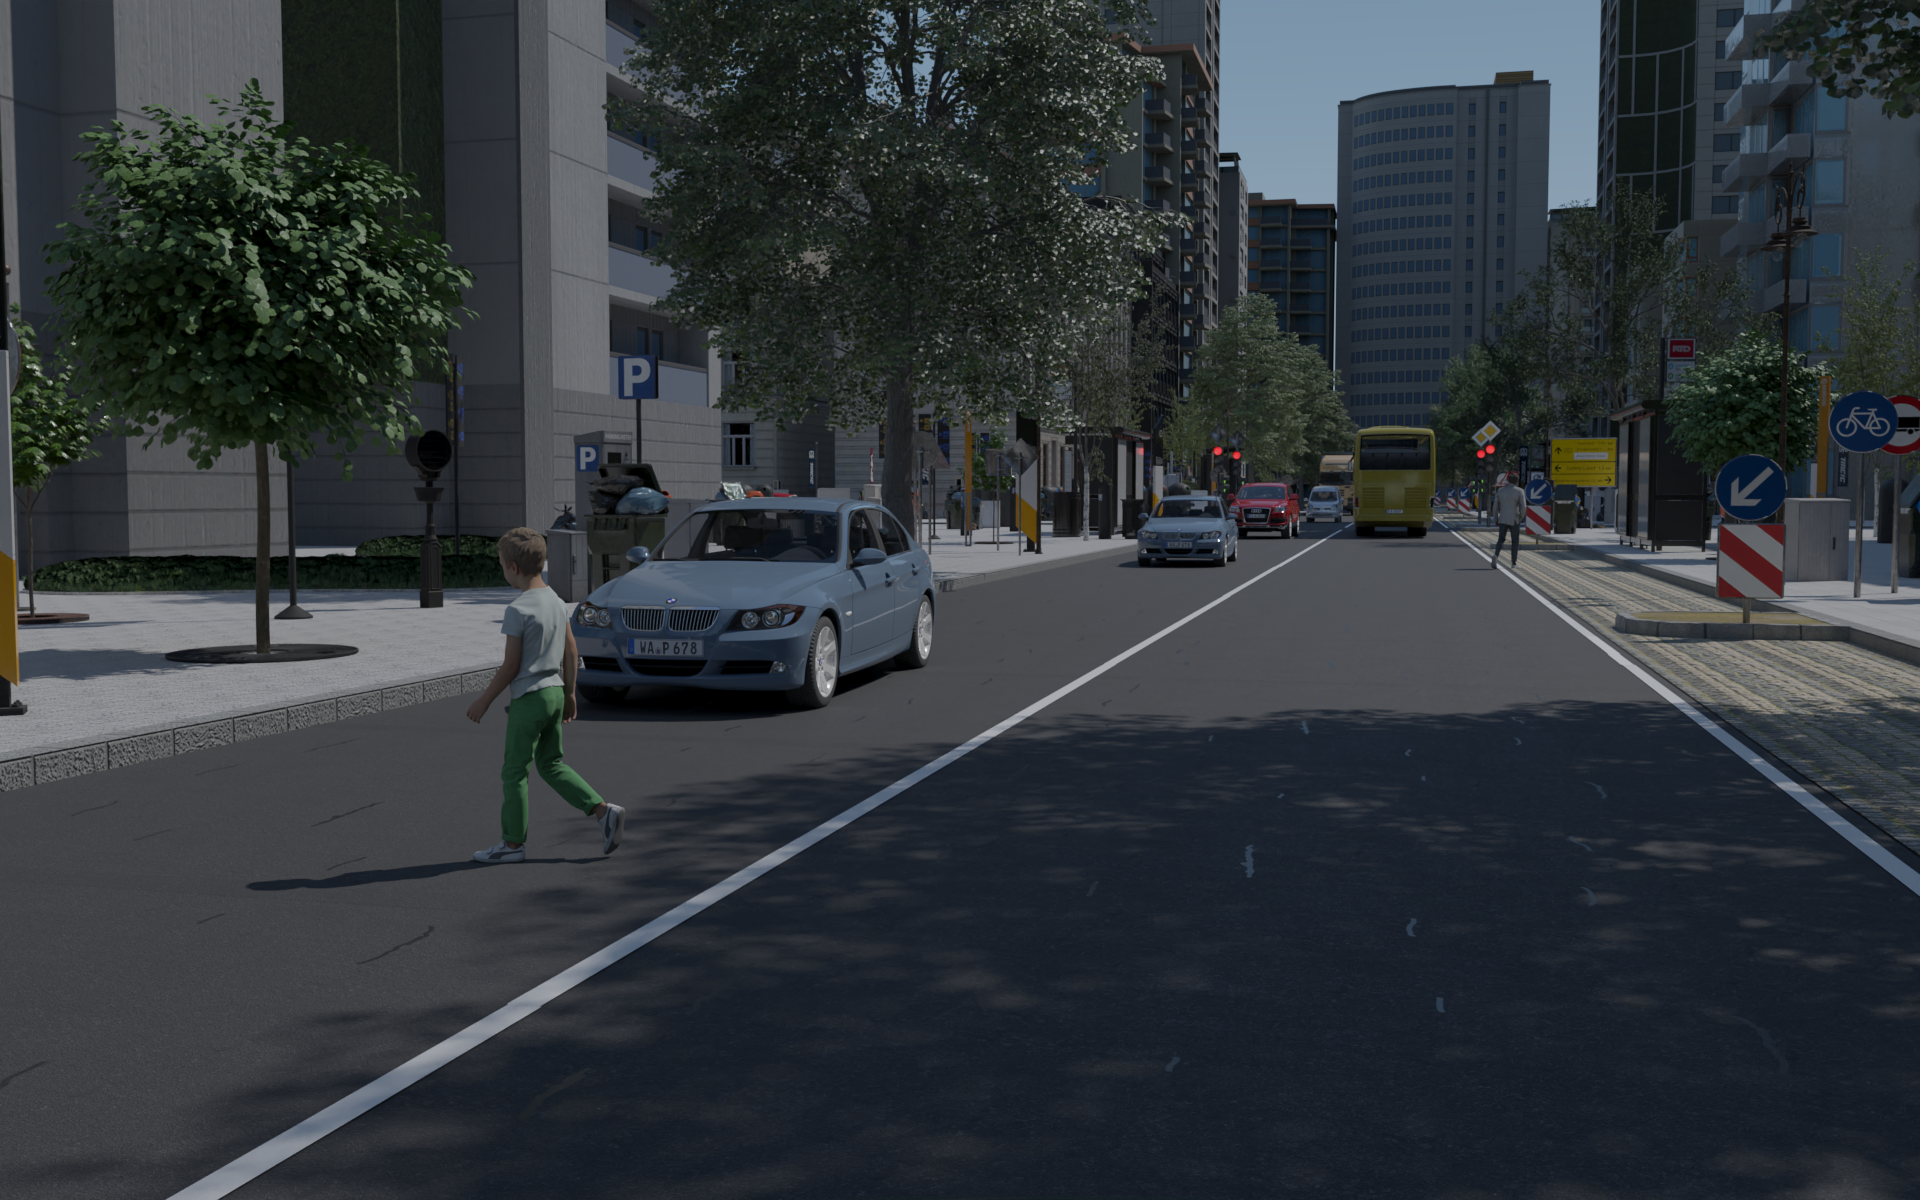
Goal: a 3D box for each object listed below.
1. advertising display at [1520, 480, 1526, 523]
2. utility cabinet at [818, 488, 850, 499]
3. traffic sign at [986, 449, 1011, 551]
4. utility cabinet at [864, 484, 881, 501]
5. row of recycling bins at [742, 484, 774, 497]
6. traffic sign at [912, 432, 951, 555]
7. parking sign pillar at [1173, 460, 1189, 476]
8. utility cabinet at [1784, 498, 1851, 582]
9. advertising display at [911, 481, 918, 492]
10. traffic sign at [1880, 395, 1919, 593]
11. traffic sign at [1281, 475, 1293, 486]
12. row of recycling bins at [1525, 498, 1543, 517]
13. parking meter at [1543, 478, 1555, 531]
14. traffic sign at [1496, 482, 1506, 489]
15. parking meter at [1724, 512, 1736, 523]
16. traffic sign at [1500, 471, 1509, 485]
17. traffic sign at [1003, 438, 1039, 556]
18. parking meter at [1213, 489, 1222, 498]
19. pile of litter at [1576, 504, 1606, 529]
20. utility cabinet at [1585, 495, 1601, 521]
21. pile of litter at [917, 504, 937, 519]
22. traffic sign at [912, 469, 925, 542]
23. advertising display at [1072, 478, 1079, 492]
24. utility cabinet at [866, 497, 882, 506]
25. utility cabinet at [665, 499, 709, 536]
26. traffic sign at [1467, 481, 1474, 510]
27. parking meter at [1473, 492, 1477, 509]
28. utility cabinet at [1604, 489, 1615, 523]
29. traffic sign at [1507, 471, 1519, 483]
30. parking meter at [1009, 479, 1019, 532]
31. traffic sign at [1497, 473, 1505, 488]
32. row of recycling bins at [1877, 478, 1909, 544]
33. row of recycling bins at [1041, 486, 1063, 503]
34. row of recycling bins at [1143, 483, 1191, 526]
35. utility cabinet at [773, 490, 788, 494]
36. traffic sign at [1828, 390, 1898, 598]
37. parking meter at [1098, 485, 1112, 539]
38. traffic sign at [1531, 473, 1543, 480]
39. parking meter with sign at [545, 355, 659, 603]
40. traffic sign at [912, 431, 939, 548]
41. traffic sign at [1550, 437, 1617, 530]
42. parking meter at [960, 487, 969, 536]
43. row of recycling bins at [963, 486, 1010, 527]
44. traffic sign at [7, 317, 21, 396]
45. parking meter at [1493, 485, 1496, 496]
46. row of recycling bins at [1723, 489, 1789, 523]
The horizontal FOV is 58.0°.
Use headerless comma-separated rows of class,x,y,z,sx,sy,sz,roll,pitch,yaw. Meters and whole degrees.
advertising display,25.043,-4.394,77.056,0.123,1.923,0.974,1,4,23
utility cabinet,-4.714,-3.422,64.630,1.173,1.500,0.318,-2,4,-24
traffic sign,0.864,-2.266,39.174,0.606,2.300,0.079,1,4,18
utility cabinet,-1.799,-1.911,39.928,0.318,1.500,1.173,2,4,25
row of recycling bins,-9.396,-3.950,71.703,3.534,1.692,1.069,1,4,12
traffic sign,-0.634,-2.232,36.497,0.884,2.594,0.081,1,4,15
parking sign pillar,15.175,-8.058,120.220,1.447,3.967,1.447,1,4,21
utility cabinet,12.650,-0.881,25.566,1.020,1.237,0.306,-1,4,-22
advertising display,-2.437,-4.838,84.309,0.974,1.923,0.123,-1,4,-21
traffic sign,12.097,-1.360,22.344,0.768,2.556,0.104,1,4,17
traffic sign,21.292,-6.890,112.762,0.768,2.556,0.104,1,4,16
row of recycling bins,28.296,-4.792,85.468,1.069,1.692,3.534,-1,4,-11
parking meter,20.765,-3.385,61.061,0.399,1.863,0.255,2,4,26
traffic sign,39.252,-7.704,125.968,0.884,2.594,0.081,1,4,17
parking meter,26.278,-3.097,59.047,0.372,1.533,0.369,0,3,0
traffic sign,30.539,-5.907,96.588,0.884,2.594,0.081,1,4,17
traffic sign,1.243,-2.122,35.882,0.795,2.450,0.064,2,4,23
parking meter,11.675,-4.290,78.545,0.372,1.533,0.369,0,3,0
pile of litter,23.566,-3.120,64.976,1.176,0.858,1.719,0,4,6
utility cabinet,30.113,-4.389,82.922,1.020,1.237,0.306,0,4,8
pile of litter,-1.948,-4.513,87.750,1.719,0.858,1.176,2,4,33
traffic sign,-1.050,-2.487,40.769,0.768,2.556,0.104,1,4,16
advertising display,4.897,-3.992,70.484,0.123,1.923,0.974,3,5,40
utility cabinet,-1.575,-1.426,34.470,0.306,1.237,1.020,1,4,13
utility cabinet,-3.817,-0.795,24.152,0.306,1.237,1.020,-2,4,-30
traffic sign,40.823,-8.437,137.949,0.884,2.594,0.081,1,4,15
parking meter,43.049,-8.348,144.900,0.372,1.533,0.369,0,3,0
utility cabinet,28.362,-4.086,75.481,0.318,1.500,1.173,2,4,30
traffic sign,30.473,-5.825,95.339,0.768,2.556,0.104,1,4,22
parking meter,1.897,-3.264,59.073,0.399,1.863,0.255,1,4,10
traffic sign,33.367,-6.505,106.463,0.768,2.556,0.104,1,4,23
row of recycling bins,25.126,-2.255,43.984,1.069,1.692,3.534,-3,4,-36
row of recycling bins,4.832,-4.998,88.823,1.069,1.692,3.534,1,4,21
row of recycling bins,6.649,-3.347,61.841,3.534,1.692,1.069,-2,4,-27
utility cabinet,-9.085,-4.789,86.976,0.318,1.500,1.173,2,4,30
traffic sign,11.121,-1.302,21.392,0.768,2.556,0.104,1,4,21
parking meter,4.140,-2.507,49.400,0.372,1.533,0.369,0,3,0
traffic sign,27.501,-4.921,82.584,0.606,2.300,0.079,1,4,21
parking meter with sign,-4.366,-1.519,21.097,0.543,3.016,1.738,1,4,23
traffic sign,-0.809,-2.141,35.116,0.768,2.556,0.104,1,4,18
traffic sign,22.509,-4.202,62.583,2.265,3.308,0.079,1,4,21
parking meter,0.194,-2.744,53.268,0.372,1.533,0.369,0,3,0
row of recycling bins,1.115,-3.762,68.622,1.069,1.692,3.534,-2,4,-31
traffic sign,-6.433,-0.684,11.286,0.768,2.556,0.104,1,4,17
parking meter,34.120,-6.433,110.893,0.255,1.863,0.399,2,4,28
row of recycling bins,34.427,-4.148,74.938,1.069,1.692,3.534,-1,4,-15
